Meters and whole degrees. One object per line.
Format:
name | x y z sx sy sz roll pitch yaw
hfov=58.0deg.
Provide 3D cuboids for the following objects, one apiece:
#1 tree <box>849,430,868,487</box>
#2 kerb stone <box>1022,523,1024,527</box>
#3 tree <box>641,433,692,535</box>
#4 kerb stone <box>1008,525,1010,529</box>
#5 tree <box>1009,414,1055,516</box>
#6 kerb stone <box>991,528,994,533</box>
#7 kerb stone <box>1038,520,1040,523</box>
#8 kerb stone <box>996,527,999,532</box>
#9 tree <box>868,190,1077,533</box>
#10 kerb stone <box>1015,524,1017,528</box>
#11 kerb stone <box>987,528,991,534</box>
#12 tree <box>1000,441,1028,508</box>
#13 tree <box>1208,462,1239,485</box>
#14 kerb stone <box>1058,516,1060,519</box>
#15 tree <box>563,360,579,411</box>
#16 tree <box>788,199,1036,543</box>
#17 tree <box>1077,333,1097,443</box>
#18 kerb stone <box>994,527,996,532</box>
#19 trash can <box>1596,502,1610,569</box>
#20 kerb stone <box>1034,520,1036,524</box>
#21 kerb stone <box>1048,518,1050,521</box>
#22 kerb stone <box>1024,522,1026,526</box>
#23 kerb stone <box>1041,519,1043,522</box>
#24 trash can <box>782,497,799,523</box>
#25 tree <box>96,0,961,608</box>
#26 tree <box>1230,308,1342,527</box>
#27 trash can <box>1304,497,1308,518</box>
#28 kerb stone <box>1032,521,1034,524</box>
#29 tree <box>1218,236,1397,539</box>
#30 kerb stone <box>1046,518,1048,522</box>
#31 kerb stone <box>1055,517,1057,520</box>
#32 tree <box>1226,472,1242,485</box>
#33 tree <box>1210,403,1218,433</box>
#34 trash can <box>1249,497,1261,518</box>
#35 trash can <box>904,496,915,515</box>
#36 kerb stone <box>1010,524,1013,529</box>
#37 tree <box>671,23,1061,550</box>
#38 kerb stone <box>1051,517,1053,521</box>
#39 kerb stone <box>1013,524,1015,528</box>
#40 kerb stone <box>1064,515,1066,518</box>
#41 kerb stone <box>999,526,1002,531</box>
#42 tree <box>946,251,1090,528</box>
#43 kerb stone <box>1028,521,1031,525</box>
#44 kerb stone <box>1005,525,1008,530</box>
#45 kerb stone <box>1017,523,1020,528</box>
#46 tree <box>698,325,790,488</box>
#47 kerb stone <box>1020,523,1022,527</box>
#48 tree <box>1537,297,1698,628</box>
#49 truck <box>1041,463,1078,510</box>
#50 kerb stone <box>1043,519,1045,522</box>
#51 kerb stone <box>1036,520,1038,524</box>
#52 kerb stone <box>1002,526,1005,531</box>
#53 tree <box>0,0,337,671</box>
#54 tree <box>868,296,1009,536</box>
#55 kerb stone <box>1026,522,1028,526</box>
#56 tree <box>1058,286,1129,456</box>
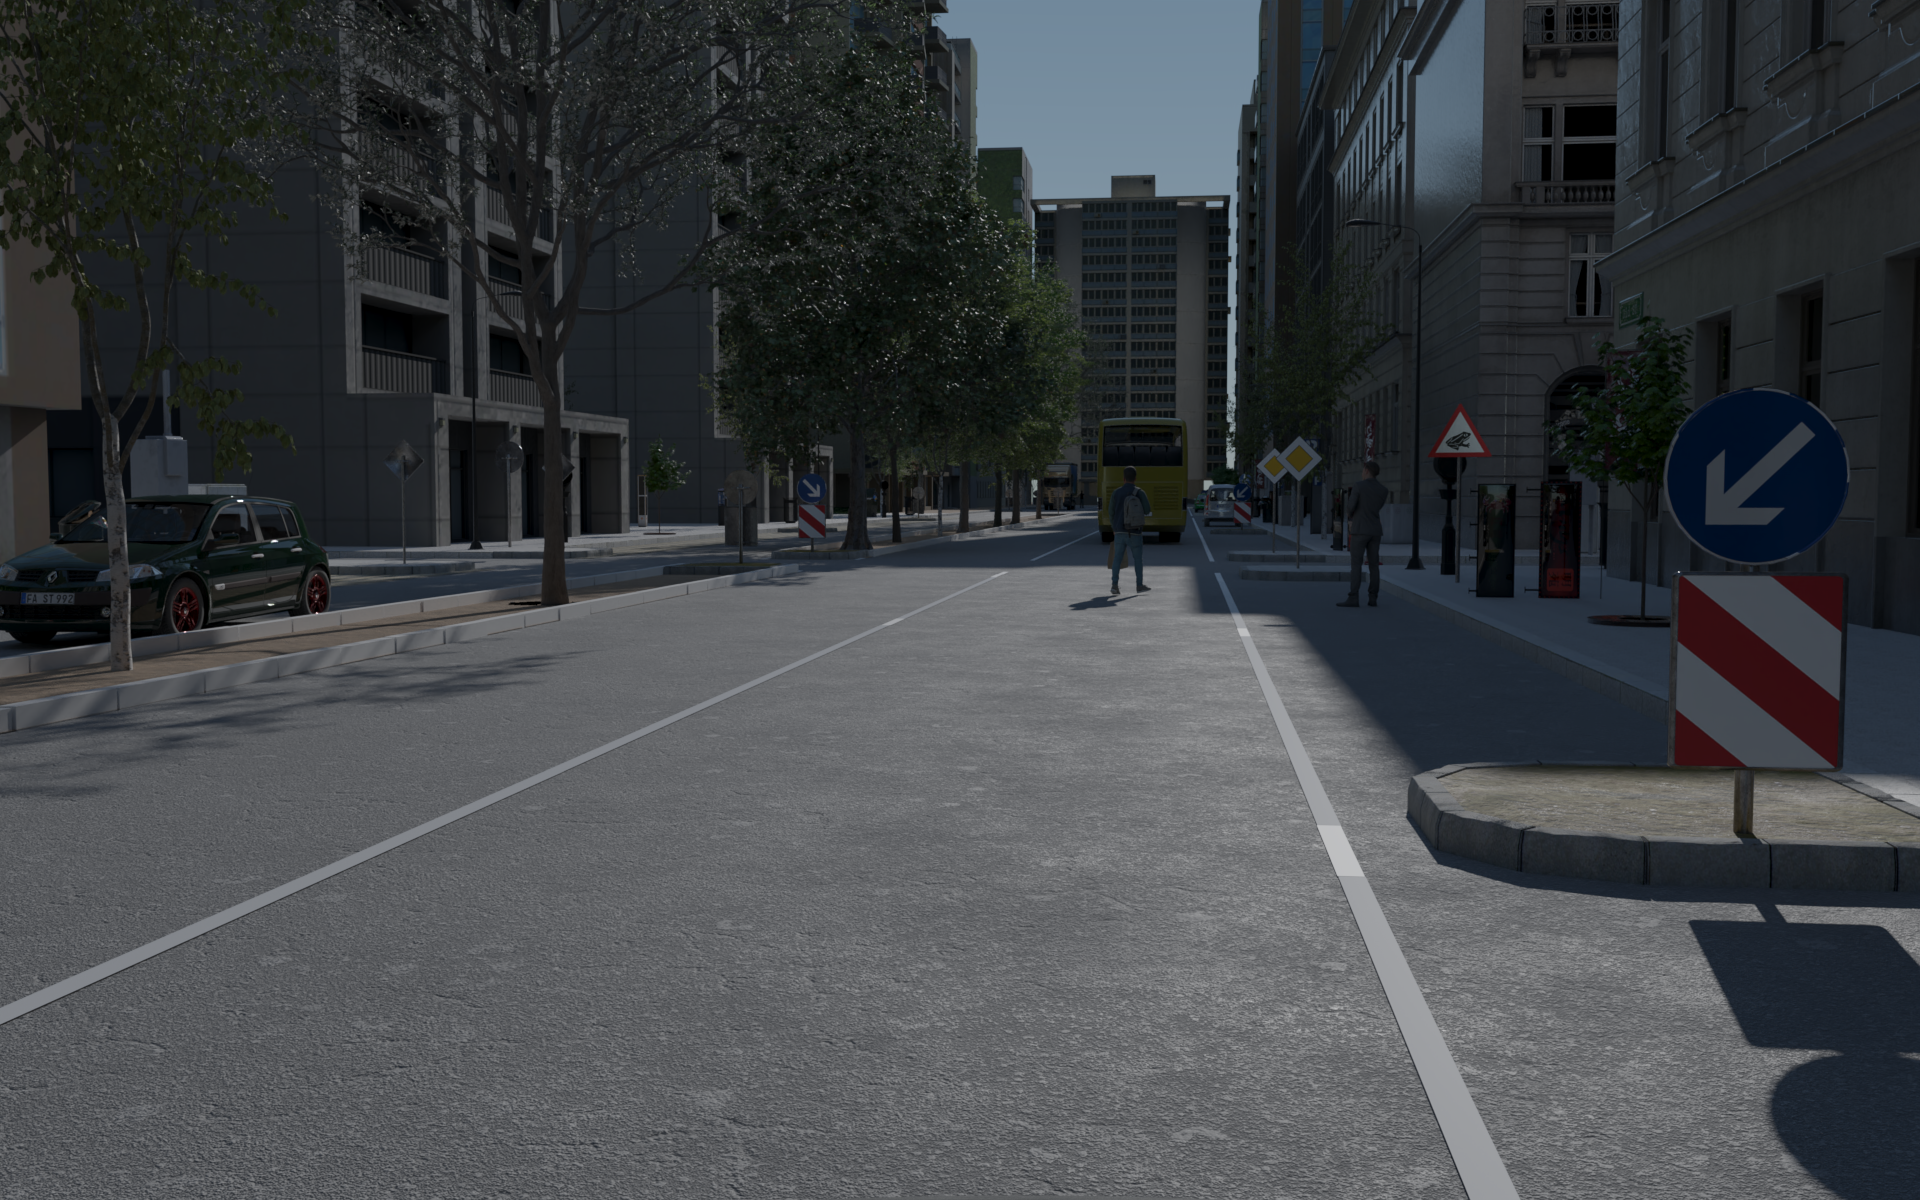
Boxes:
tree | -4.581 -9.192 100.650 4.360 8.622 3.978 0 3 0
kerb stone | 2.589 -3.265 75.586 0.120 0.150 1.000 0 4 7
tree | -9.529 -3.672 54.637 1.663 3.219 1.824 0 3 0
kerb stone | 1.797 -2.892 69.485 0.120 0.150 1.000 0 4 7
tree | 3.050 -8.352 89.370 4.360 8.622 3.978 0 3 0
kerb stone | 1.023 -2.520 63.392 0.120 0.150 1.000 0 4 7
kerb stone | 3.642 -3.757 83.733 0.120 0.150 1.000 0 4 7
kerb stone | 1.284 -2.642 65.420 0.120 0.150 1.000 0 4 7
tree | 0.087 -8.774 64.044 7.486 12.596 7.792 0 3 0
kerb stone | 2.195 -3.076 72.535 0.120 0.150 1.000 0 4 7
kerb stone | 0.895 -2.450 62.376 0.120 0.150 1.000 0 4 7
tree | 4.806 -13.007 163.023 4.737 8.622 4.395 0 3 0
tree | 28.791 -12.517 188.358 4.285 4.588 4.351 0 3 0
kerb stone | 5.335 -4.570 96.967 0.120 0.150 1.000 0 4 7
tree | -18.249 -7.510 73.151 4.360 8.622 3.978 0 3 0
tree | -1.788 -6.977 50.938 8.767 10.594 7.601 0 4 7
tree | 2.583 -9.872 81.992 7.486 12.596 7.792 0 3 0
kerb stone | 1.150 -2.580 64.407 0.120 0.150 1.000 0 4 7
trash can | 11.257 -1.098 29.601 0.748 1.137 0.748 0 3 0
kerb stone | 3.371 -3.637 81.695 0.120 0.150 1.000 0 4 7
kerb stone | 4.423 -4.137 89.845 0.120 0.150 1.000 0 4 7
kerb stone | 2.720 -3.323 76.605 0.120 0.150 1.000 0 4 7
kerb stone | 3.898 -3.878 85.774 0.120 0.150 1.000 0 4 7
trash can | -7.462 -3.951 76.246 0.748 1.137 0.748 0 3 0
tree | -5.187 -6.657 21.676 12.009 13.543 11.850 0 3 0
tree | 12.731 -7.146 67.192 4.360 8.622 3.978 0 3 0
trash can | 18.256 -4.956 92.680 0.748 1.137 0.748 0 3 0
kerb stone | 3.247 -3.577 80.680 0.120 0.150 1.000 0 4 7
tree | 10.103 -6.032 48.984 4.737 8.622 4.395 0 3 0
kerb stone | 4.292 -4.069 88.832 0.120 0.150 1.000 0 4 7
kerb stone | 5.075 -4.449 94.937 0.120 0.150 1.000 0 4 7
tree | 21.773 -8.658 136.153 1.663 3.219 1.824 0 3 0
tree | 16.338 -8.968 96.985 4.737 8.622 4.395 0 3 0
trash can | 16.146 -5.084 94.779 0.748 1.137 0.748 0 3 0
trash can | -3.016 -5.665 104.270 0.748 1.137 0.748 0 3 0
kerb stone | 1.934 -2.953 70.499 0.120 0.150 1.000 0 4 7
tree | -2.502 -7.507 42.204 9.611 12.733 9.660 0 3 0
kerb stone | 4.687 -4.259 91.887 0.120 0.150 1.000 0 4 7
kerb stone | 2.067 -3.017 71.519 0.120 0.150 1.000 0 4 7
kerb stone | 5.986 -4.884 102.060 0.120 0.150 1.000 0 4 7
kerb stone | 1.417 -2.706 66.434 0.120 0.150 1.000 0 4 7
tree | 1.700 -8.872 73.272 9.928 11.665 9.643 0 3 0
kerb stone | 2.988 -3.450 78.640 0.120 0.150 1.000 0 4 7
kerb stone | 1.683 -2.830 68.461 0.120 0.150 1.000 0 4 7
kerb stone | 2.333 -3.141 73.548 0.120 0.150 1.000 0 4 7
tree | -8.421 -7.283 69.434 4.360 8.622 3.978 0 3 0
kerb stone | 2.471 -3.203 74.562 0.120 0.150 1.000 0 4 7
tree | 6.868 -1.379 17.143 1.663 3.219 1.824 0 3 0
truck | 9.076 -10.261 156.675 2.839 4.237 11.283 0 4 7
kerb stone | 4.033 -3.951 86.798 0.120 0.150 1.000 0 4 7
kerb stone | 3.509 -3.701 82.713 0.120 0.150 1.000 0 4 7
kerb stone | 1.551 -2.768 67.447 0.120 0.150 1.000 0 4 7
tree | -6.767 -3.711 13.501 4.737 8.622 4.395 0 3 0
tree | -0.653 -6.441 58.128 4.360 8.622 3.978 0 3 0
kerb stone | 2.851 -3.390 77.627 0.120 0.150 1.000 0 4 7
tree | 4.465 -11.287 97.377 12.009 13.543 11.850 0 3 0
